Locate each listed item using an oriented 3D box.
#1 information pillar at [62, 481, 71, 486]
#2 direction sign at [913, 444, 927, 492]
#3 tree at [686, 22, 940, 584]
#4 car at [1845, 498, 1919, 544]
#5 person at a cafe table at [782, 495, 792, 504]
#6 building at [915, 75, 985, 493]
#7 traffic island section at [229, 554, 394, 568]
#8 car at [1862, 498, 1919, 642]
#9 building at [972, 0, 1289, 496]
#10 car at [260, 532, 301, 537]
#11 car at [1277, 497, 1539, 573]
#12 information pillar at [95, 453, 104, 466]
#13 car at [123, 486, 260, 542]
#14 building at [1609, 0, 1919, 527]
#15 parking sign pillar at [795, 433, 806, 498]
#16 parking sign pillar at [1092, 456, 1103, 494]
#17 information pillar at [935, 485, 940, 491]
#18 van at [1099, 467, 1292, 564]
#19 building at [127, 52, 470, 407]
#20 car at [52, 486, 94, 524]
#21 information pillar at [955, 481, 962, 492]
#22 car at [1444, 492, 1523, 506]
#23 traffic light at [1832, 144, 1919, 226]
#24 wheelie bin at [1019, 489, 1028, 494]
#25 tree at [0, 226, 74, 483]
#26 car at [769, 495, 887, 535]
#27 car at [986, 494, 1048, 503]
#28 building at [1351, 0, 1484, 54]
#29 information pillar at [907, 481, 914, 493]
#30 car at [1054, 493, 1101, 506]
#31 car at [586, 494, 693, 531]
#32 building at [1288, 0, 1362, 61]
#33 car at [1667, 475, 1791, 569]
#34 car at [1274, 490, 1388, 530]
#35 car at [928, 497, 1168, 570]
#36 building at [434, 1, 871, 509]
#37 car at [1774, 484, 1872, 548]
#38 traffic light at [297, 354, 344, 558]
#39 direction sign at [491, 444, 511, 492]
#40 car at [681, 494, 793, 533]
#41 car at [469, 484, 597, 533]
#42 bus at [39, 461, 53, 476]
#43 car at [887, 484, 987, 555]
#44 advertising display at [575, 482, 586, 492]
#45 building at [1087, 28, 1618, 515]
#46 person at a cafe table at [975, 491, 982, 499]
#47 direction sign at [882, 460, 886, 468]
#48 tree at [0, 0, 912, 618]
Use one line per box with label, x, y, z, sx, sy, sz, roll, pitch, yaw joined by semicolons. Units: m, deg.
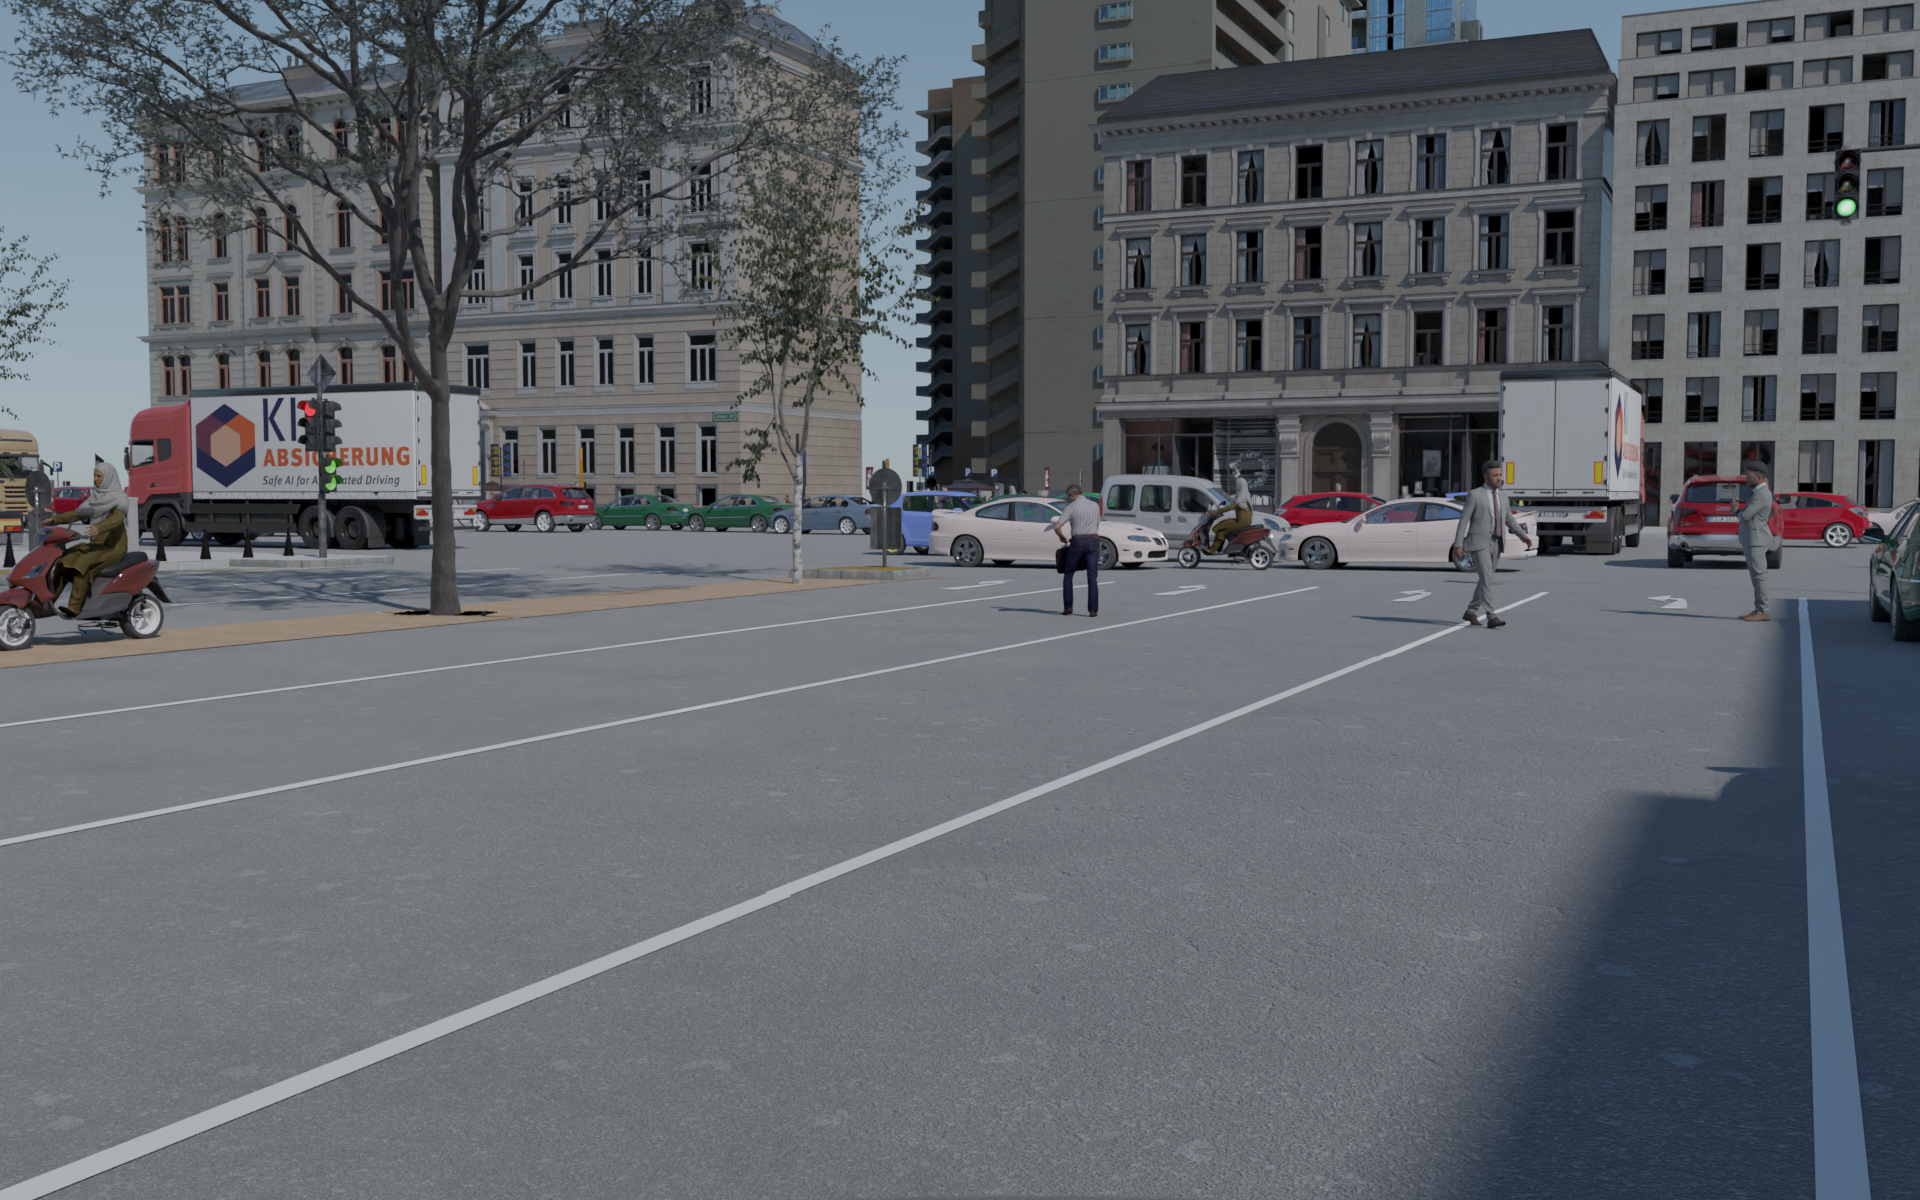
information pillar;-49.302;-5.574;95.622;0.304;2.012;0.304;2;4;31
direction sign;-1.822;-5.316;78.917;0.876;3.537;0.379;-3;5;-44
tree;-2.500;-4.571;27.564;4.360;8.622;3.978;0;3;0
car;27.558;-2.266;49.409;4.827;1.381;2.083;2;4;27
person at a cafe table;-8.746;-4.405;82.889;1.726;1.238;1.698;0;4;-7
building;4.826;-32.546;182.238;14.200;45.320;14.600;2;4;26
traffic island section;-12.838;-0.771;34.884;2.009;0.180;2.903;2;4;26
car;10.515;-0.369;17.825;2.131;1.459;4.920;2;4;24
building;13.504;-31.702;142.037;21.300;48.544;21.600;2;4;26
car;-24.203;-2.877;59.404;4.827;1.381;2.083;2;4;26
car;8.454;-1.256;32.899;4.827;1.381;2.083;2;4;25
information pillar;-49.163;-6.585;99.014;0.504;3.616;0.183;-2;4;-32
car;-23.938;-2.754;53.705;5.304;1.827;2.281;2;4;27
building;35.338;-13.096;68.871;16.860;20.320;10.420;2;4;26
parking sign pillar;-7.156;-5.453;77.632;1.447;3.967;1.447;0;4;-7
parking sign pillar;9.382;-7.564;112.143;1.447;3.967;1.447;-1;4;-9
information pillar;-1.786;-8.109;137.075;0.304;2.012;0.304;1;4;13
van;5.001;-1.821;36.787;4.112;2.044;2.013;2;4;24
building;-36.584;-19.453;105.444;23.554;28.519;14.401;2;4;26
car;-40.771;-4.443;81.323;5.304;1.827;2.281;2;4;26
information pillar;-0.081;-5.617;96.336;0.304;2.012;0.304;2;4;23
car;16.669;-2.721;54.077;3.694;1.707;1.945;2;4;26
traffic light;13.622;-2.888;21.893;4.771;5.953;1.251;2;4;26
wheelie bin;4.248;-6.510;114.352;0.693;1.594;0.980;0;4;-4
tree;-20.362;-5.149;34.544;4.360;8.622;3.978;0;3;0
car;-4.687;-3.053;61.917;4.499;1.417;2.014;2;4;28
car;2.543;-3.032;61.371;4.920;1.459;2.131;2;4;26
building;58.546;-56.699;239.692;31.000;86.520;22.319;2;4;26
information pillar;-2.749;-5.558;95.361;0.304;2.012;0.304;-2;4;-26
car;3.504;-2.672;52.479;4.718;1.807;1.959;2;4;26
car;-12.825;-3.486;68.790;4.920;1.459;2.131;2;4;26
building;21.367;-35.315;166.641;27.495;52.752;28.713;2;4;26
car;15.454;-1.602;34.866;2.281;1.827;5.304;2;4;26
car;9.877;-2.047;42.514;4.494;1.783;2.155;2;4;24
car;1.719;-1.320;33.952;4.827;1.381;2.083;2;4;27
building;-17.008;-18.953;95.781;20.117;28.700;13.634;2;4;26
car;22.291;-2.329;47.126;4.494;1.783;2.155;2;4;27
traffic light;-12.806;-2.802;34.733;0.839;4.253;0.868;2;4;26
direction sign;-20.753;-5.281;78.338;0.876;3.537;0.379;-1;4;-21
car;-8.273;-3.280;65.425;4.920;1.459;2.131;2;4;27
car;-16.239;-3.474;65.477;5.304;1.827;2.281;2;4;27
bus;-50.842;-5.839;87.012;12.252;3.916;2.896;2;4;27
car;-0.067;-1.890;40.496;3.694;1.707;1.945;2;4;27
advertising display;-19.632;-5.166;89.671;0.123;1.923;0.974;-3;5;-41
building;9.506;-14.090;81.274;40.483;20.767;10.553;2;4;26
person at a cafe table;1.104;-5.436;97.386;1.698;1.524;1.622;1;4;19
direction sign;-4.998;-7.623;116.627;0.379;3.537;0.876;-2;4;-34
tree;-6.112;-6.548;19.890;12.009;13.543;11.850;0;3;0
